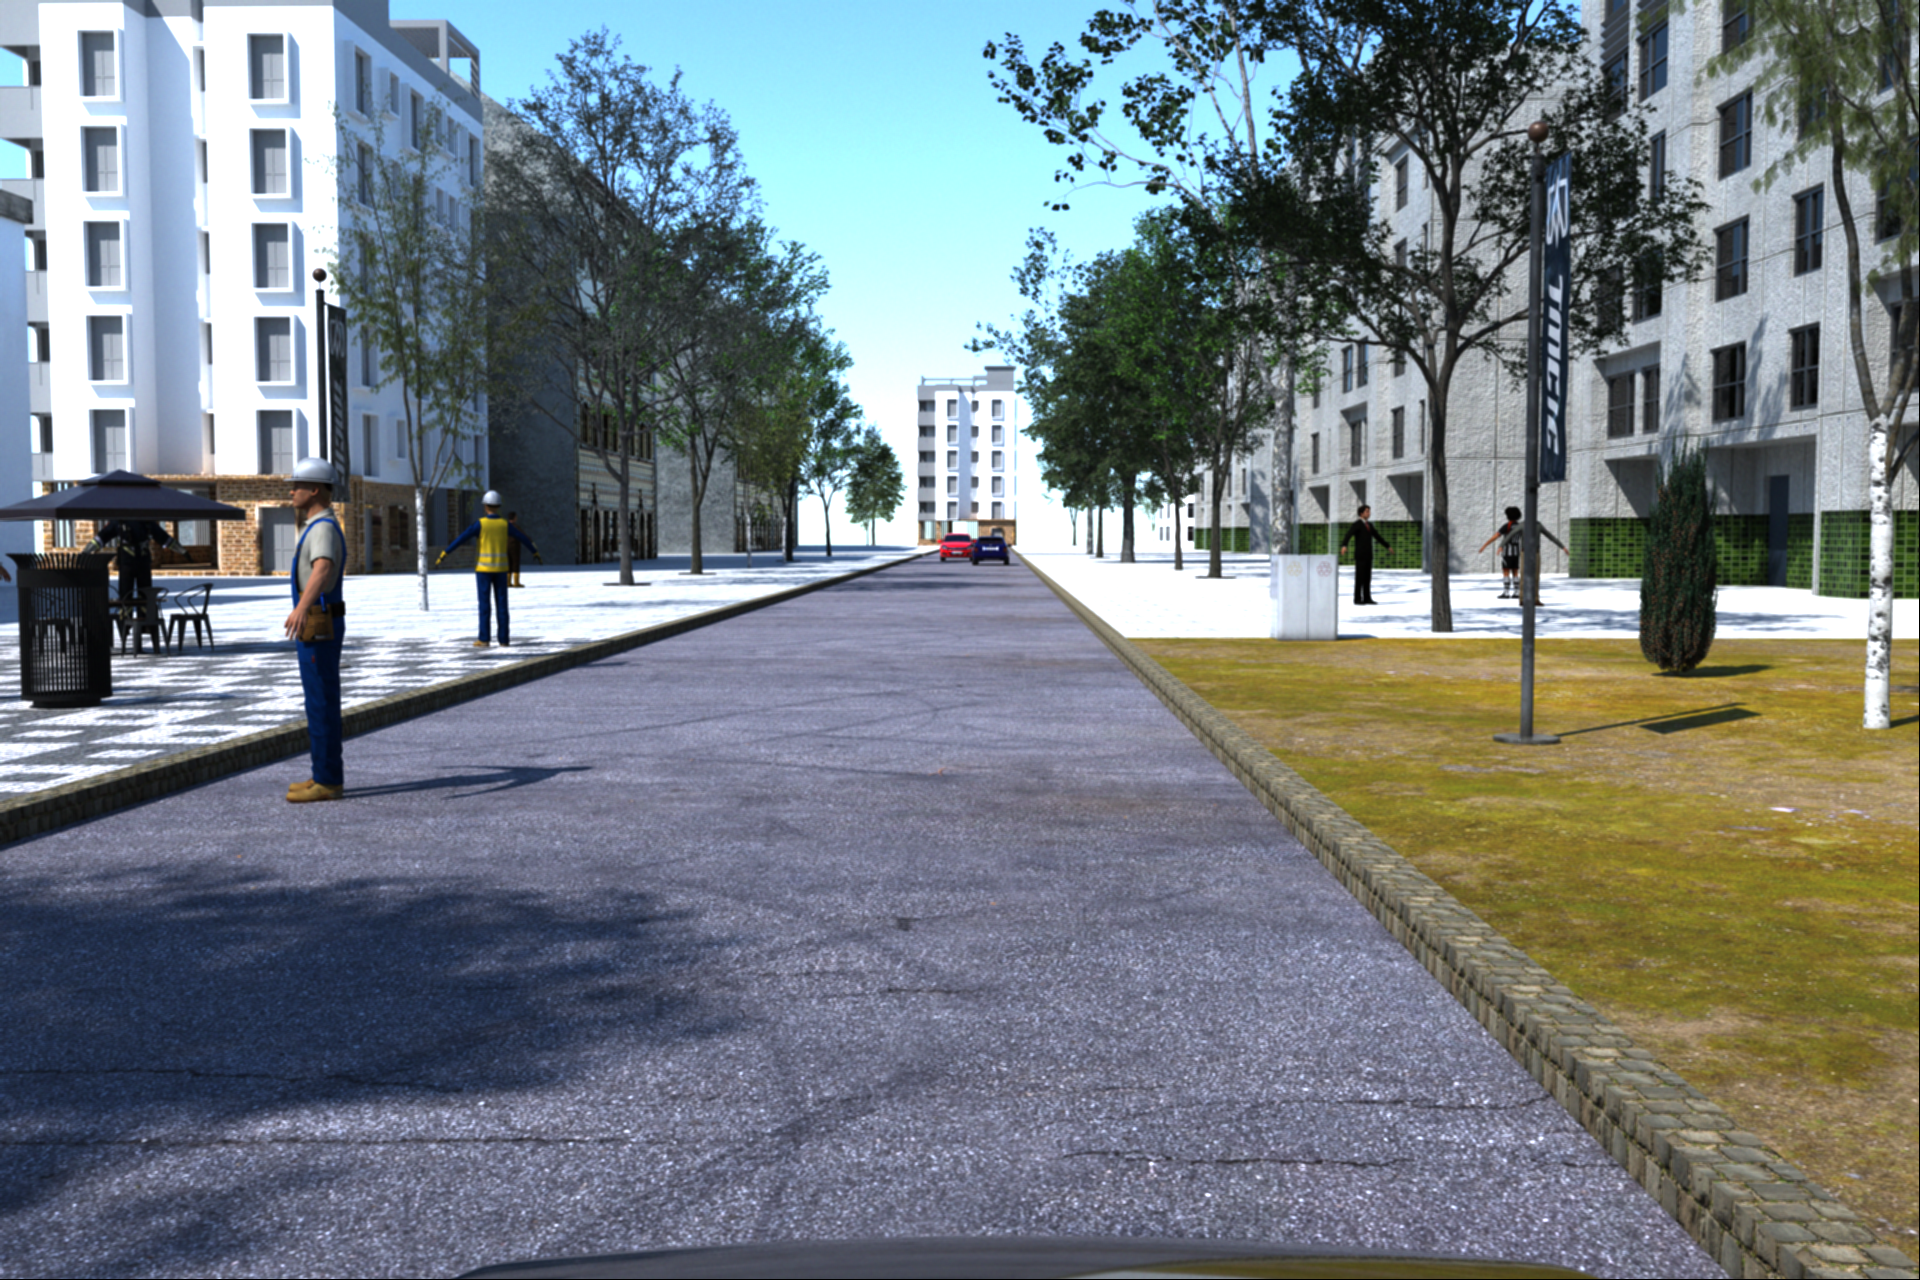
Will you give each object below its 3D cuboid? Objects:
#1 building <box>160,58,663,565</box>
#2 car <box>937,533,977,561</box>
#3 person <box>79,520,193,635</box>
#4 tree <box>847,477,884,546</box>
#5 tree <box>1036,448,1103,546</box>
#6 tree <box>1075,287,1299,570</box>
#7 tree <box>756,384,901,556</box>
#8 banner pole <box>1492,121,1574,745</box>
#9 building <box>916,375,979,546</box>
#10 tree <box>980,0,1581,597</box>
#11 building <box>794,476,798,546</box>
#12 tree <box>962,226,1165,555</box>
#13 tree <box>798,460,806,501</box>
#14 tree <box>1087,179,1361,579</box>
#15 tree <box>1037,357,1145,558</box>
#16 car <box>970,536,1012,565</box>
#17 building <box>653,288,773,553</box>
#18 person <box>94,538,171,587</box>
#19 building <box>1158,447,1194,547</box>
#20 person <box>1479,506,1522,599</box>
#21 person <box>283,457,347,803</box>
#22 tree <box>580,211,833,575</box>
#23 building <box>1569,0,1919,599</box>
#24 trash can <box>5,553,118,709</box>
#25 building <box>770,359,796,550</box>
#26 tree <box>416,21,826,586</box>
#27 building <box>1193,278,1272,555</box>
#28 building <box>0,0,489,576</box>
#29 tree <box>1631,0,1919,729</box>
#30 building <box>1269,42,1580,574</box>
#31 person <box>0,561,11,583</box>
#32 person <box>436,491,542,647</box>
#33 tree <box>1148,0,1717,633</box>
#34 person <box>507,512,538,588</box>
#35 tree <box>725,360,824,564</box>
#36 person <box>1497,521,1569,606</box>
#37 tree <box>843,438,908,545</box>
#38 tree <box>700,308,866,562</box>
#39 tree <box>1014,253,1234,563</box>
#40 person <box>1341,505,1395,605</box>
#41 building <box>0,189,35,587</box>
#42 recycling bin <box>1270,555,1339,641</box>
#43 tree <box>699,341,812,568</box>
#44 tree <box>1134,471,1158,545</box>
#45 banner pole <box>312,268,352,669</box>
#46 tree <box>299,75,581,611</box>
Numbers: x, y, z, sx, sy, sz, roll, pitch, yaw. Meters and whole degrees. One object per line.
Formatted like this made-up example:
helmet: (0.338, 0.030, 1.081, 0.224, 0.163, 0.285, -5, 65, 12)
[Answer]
building: (-25.013, -15.241, 80.112, 19.493, 23.208, 18.063, 0, 4, 0)
car: (-0.131, -5.079, 92.085, 2.155, 1.783, 4.494, 0, 4, 1)
person: (-10.527, -0.998, 22.101, 1.354, 1.856, 0.705, -3, 4, -37)
tree: (-10.069, -14.834, 192.896, 4.360, 8.622, 3.978, 0, 3, 0)
tree: (12.569, -16.281, 191.945, 9.928, 11.665, 9.643, 0, 3, 0)
tree: (7.904, -7.779, 61.593, 8.767, 10.594, 7.601, 1, 4, 17)
tree: (-7.649, -10.182, 100.881, 8.767, 10.594, 7.601, -1, 4, -9)
banner pole: (3.504, -1.246, 10.384, 0.401, 3.779, 0.863, 0, 4, 1)
building: (-4.712, -20.822, 199.311, 11.380, 20.090, 16.016, 0, 4, 7)
tree: (6.819, -11.005, 35.828, 12.611, 20.169, 13.585, 0, 3, 0)
building: (-26.129, -18.689, 172.021, 16.747, 18.905, 31.486, 0, 4, 1)
tree: (7.036, -15.389, 107.497, 12.611, 20.169, 13.585, 0, 3, 0)
tree: (-21.260, -16.551, 196.366, 9.928, 11.665, 9.643, 0, 3, 0)
tree: (7.583, -7.596, 49.955, 9.928, 11.665, 9.643, 0, 3, 0)
tree: (7.662, -10.208, 92.660, 9.928, 11.665, 9.643, 0, 3, 0)
car: (1.449, -4.175, 80.835, 1.945, 1.354, 3.894, 0, 4, 2)
building: (-24.120, -18.012, 125.425, 19.493, 23.208, 18.063, 0, 4, 2)
person: (-14.591, -1.457, 30.548, 1.216, 1.740, 0.721, -2, 4, -25)
building: (24.829, -13.709, 166.284, 9.099, 9.664, 28.070, 0, 4, 1)
person: (10.928, -1.728, 34.393, 1.345, 1.843, 0.704, -1, 4, -21)
person: (-3.507, -0.066, 9.396, 0.705, 1.847, 1.347, -1, 4, -19)
tree: (-8.188, -7.878, 54.567, 9.928, 11.665, 9.643, 0, 3, 0)
building: (26.127, -10.312, 35.062, 16.747, 18.905, 31.486, 0, 4, 1)
trash can: (-6.670, -0.077, 12.908, 0.748, 1.137, 0.748, 0, 3, 0)
building: (-24.055, -19.252, 145.700, 19.493, 23.208, 18.063, 0, 4, 0)
tree: (-8.449, -8.097, 42.755, 12.009, 13.543, 11.850, 0, 3, 0)
building: (27.625, -16.019, 128.374, 16.747, 18.905, 31.486, 0, 4, 1)
building: (-23.553, -12.119, 54.559, 16.016, 20.090, 11.380, 0, 4, 0)
tree: (6.100, -3.736, 11.441, 4.360, 8.622, 3.978, 0, 3, 0)
building: (23.709, -12.516, 71.088, 16.747, 18.905, 31.486, 0, 4, 1)
person: (-7.816, -0.427, 13.160, 0.705, 1.806, 1.347, 1, 4, 14)
person: (-5.366, -0.816, 19.805, 1.216, 1.772, 0.721, -2, 4, -31)
tree: (5.973, -5.377, 22.321, 7.601, 10.594, 8.767, -1, 4, -11)
person: (-10.704, -2.166, 41.552, 1.346, 1.812, 0.704, 2, 4, 28)
tree: (-7.599, -7.528, 73.442, 4.737, 8.622, 4.395, 0, 3, 0)
person: (10.148, -1.499, 30.775, 1.348, 1.796, 0.705, 0, 4, -8)
tree: (-9.598, -17.239, 199.988, 7.486, 12.596, 7.792, 0, 3, 0)
tree: (-8.112, -9.476, 80.696, 9.928, 11.665, 9.643, 0, 3, 0)
tree: (7.333, -10.380, 76.369, 9.857, 13.997, 8.962, 0, 3, 0)
person: (7.366, -1.548, 31.499, 1.347, 1.806, 0.705, -2, 4, -35)
building: (-24.217, -5.359, 29.765, 9.099, 9.664, 28.070, 0, 4, 1)
recycling bin: (4.187, -0.523, 21.101, 0.722, 1.027, 0.722, 0, 4, 2)
tree: (-8.099, -6.978, 64.450, 4.360, 8.622, 3.978, 0, 3, 0)
tree: (22.031, -14.958, 194.933, 4.360, 8.622, 3.978, 0, 3, 0)
banner pole: (-6.019, -1.629, 16.645, 0.401, 3.779, 0.863, 0, 4, 2)
tree: (-9.152, -4.793, 28.730, 4.360, 8.622, 3.978, 0, 3, 0)
